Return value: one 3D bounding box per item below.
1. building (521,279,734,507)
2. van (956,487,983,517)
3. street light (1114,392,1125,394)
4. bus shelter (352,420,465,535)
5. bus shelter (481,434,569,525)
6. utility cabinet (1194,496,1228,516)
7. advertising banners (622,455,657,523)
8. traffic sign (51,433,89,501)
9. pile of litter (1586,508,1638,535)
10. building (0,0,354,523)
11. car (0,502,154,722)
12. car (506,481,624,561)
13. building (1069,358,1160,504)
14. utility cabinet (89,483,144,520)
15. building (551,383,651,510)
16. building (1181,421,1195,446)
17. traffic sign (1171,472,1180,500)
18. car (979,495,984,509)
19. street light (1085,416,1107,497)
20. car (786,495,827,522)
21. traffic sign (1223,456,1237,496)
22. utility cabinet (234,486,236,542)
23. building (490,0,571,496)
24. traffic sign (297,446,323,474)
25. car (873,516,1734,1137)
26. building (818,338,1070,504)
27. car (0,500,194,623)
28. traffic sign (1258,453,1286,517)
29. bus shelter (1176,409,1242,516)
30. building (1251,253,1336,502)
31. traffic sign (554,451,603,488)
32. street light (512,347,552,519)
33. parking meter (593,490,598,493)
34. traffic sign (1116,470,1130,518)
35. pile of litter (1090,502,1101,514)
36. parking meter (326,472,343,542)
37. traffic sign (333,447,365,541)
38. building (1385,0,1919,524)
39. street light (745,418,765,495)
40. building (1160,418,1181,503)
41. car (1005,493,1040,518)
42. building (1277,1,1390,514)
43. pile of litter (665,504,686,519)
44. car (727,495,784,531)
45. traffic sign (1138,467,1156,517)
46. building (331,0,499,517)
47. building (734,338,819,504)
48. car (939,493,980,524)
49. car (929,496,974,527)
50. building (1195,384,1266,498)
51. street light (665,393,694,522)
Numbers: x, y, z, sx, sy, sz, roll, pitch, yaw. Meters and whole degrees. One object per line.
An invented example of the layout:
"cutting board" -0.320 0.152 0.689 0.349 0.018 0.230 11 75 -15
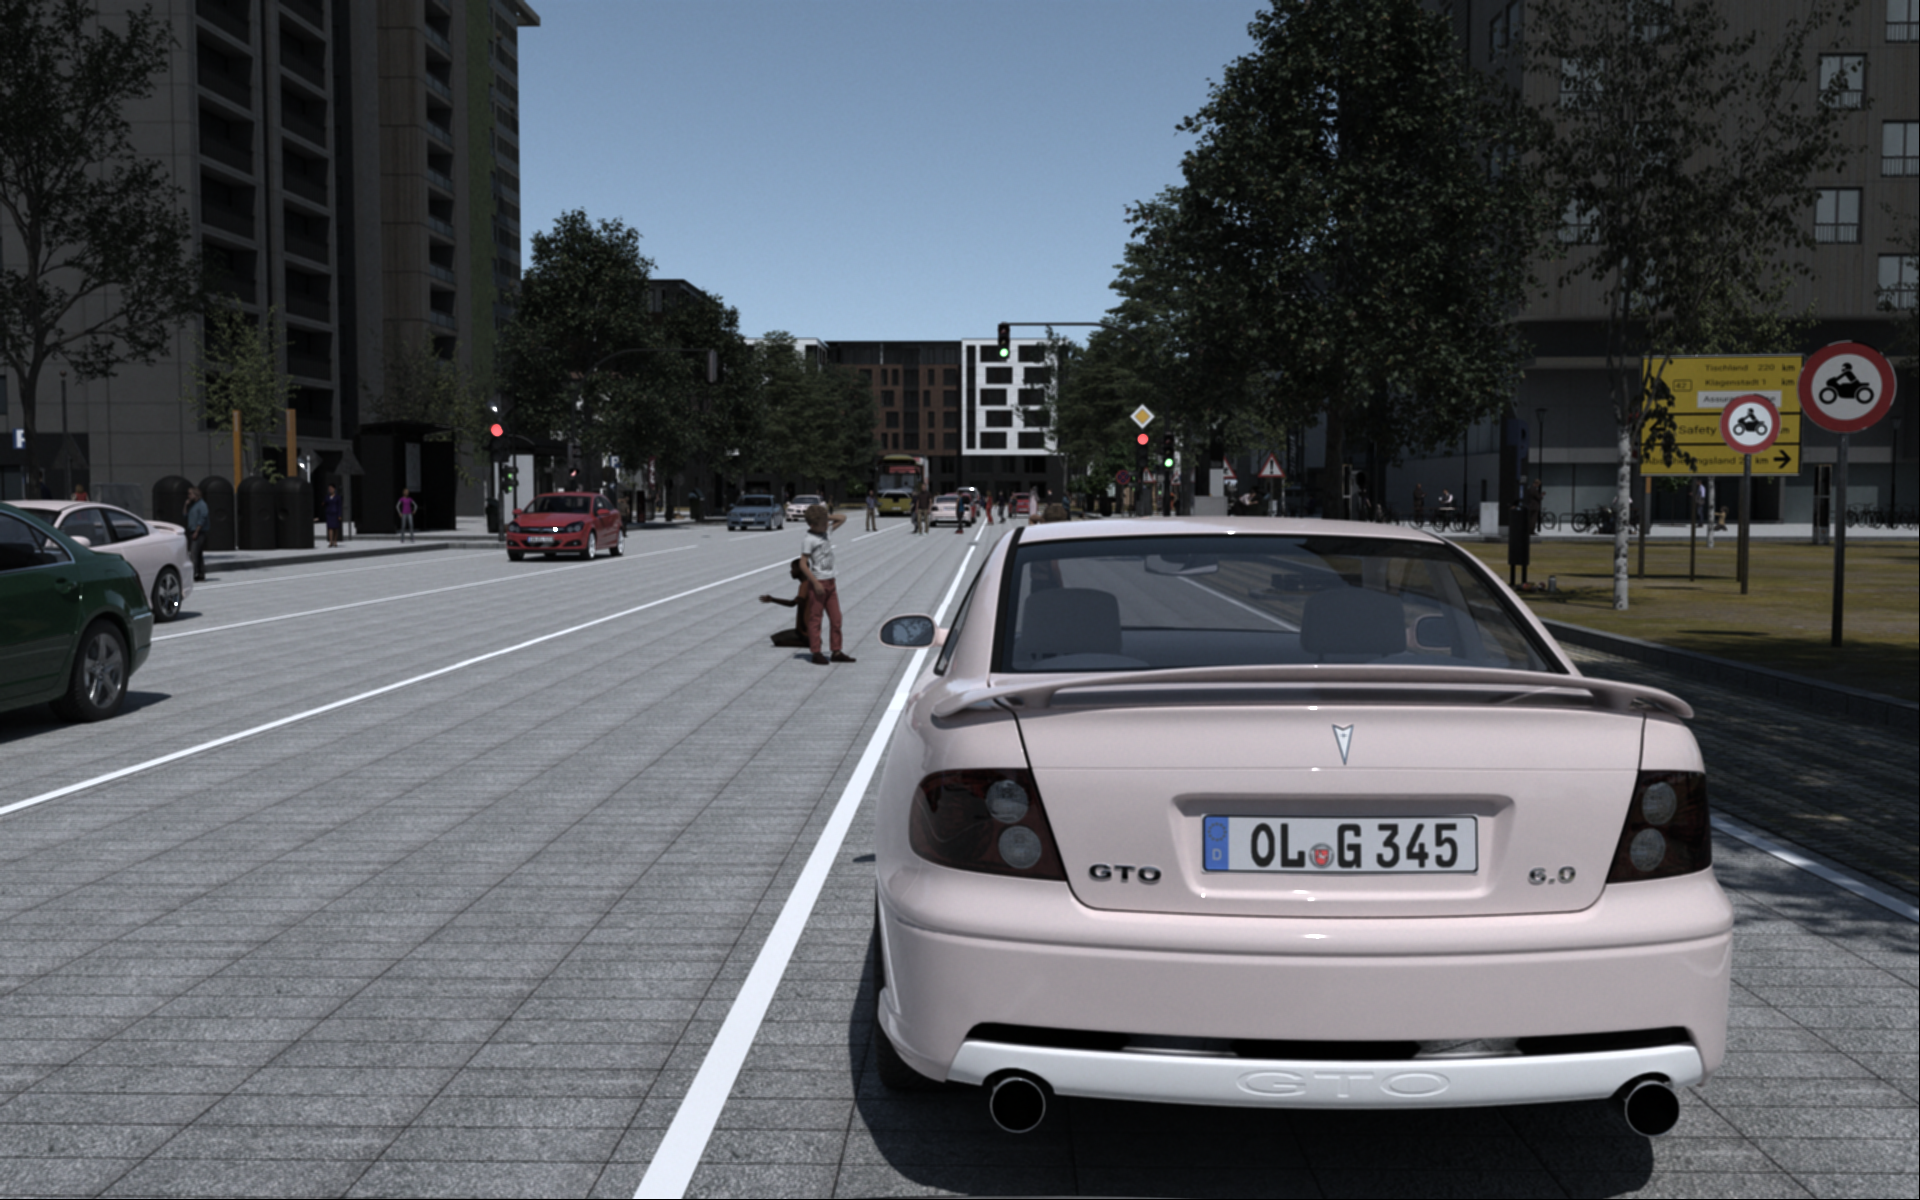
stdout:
"building" -42.182 -20.504 179.217 32.646 21.610 27.936 0 4 1
"van" 0.454 -6.363 111.054 2.013 2.044 4.112 0 4 0
"street light" 7.645 -6.467 78.273 1.470 5.913 1.316 0 4 1
"bus shelter" -18.324 -4.073 57.876 1.731 3.624 6.357 0 4 1
"bus shelter" -15.169 -4.134 61.509 2.014 3.302 5.546 0 4 1
"utility cabinet" 7.947 -2.675 54.891 1.020 1.237 0.306 2 4 23
"advertising banners" -14.318 -4.975 77.523 0.090 3.025 2.074 3 4 37
"traffic sign" -18.922 -2.252 36.819 0.884 2.594 0.081 1 4 9
"pile of litter" 20.718 -2.510 54.996 1.176 0.858 1.719 -1 4 -18
"building" -37.835 -39.057 76.841 20.563 71.187 20.611 0 4 1
"car" -6.341 0.134 9.607 2.131 1.459 4.920 0 4 1
"car" -8.737 -1.801 38.484 2.155 1.783 4.494 0 4 2
"building" 20.209 -23.117 234.376 11.380 20.091 16.016 0 4 1
"utility cabinet" -16.595 -1.558 34.148 0.318 1.500 1.173 1 4 12
"building" -29.813 -12.374 144.463 9.099 9.664 28.070 0 4 1
"building" 32.633 -20.106 185.154 16.016 20.091 11.380 0 4 1
"traffic sign" 12.504 -6.125 100.139 0.884 2.594 0.081 0 4 2
"car" 1.664 -9.385 166.024 1.945 1.354 3.894 0 4 3
"street light" 8.226 -8.018 103.629 1.470 5.913 1.316 0 4 1
"car" -8.105 -4.860 91.826 2.083 1.381 4.827 0 4 2
"traffic sign" 8.967 -3.602 58.893 0.884 2.594 0.081 0 4 4
"utility cabinet" -19.158 -2.292 46.151 0.318 1.500 1.173 -2 4 -23
"building" -42.902 -25.862 114.723 32.217 40.220 23.993 0 4 1
"traffic sign" -17.906 -2.930 47.639 0.795 2.593 0.064 0 4 6
"car" 0.745 0.418 5.521 2.083 1.381 4.827 0 4 1
"building" -1.647 -24.318 241.579 32.646 21.610 27.936 0 4 1
"car" -9.768 -0.344 17.992 2.083 1.381 4.827 0 4 2
"traffic sign" 9.817 -3.341 54.625 0.884 2.594 0.081 0 4 2
"bus shelter" 10.610 -5.972 75.267 2.179 5.291 8.768 0 4 1
"building" 32.143 -17.422 141.272 16.016 20.091 11.380 0 4 1
"traffic sign" -17.143 -5.134 77.808 2.265 3.308 0.079 0 4 7
"street light" -13.614 -5.042 54.975 1.470 5.913 1.316 0 4 1
"parking meter" -17.531 -4.562 82.995 0.372 1.533 0.369 0 3 0
"traffic sign" 8.571 -5.563 91.064 0.768 2.556 0.104 0 4 3
"pile of litter" 9.131 -6.105 113.777 1.176 0.858 1.719 1 4 16
"parking meter" -16.815 -2.500 46.584 0.399 1.863 0.255 0 4 0
"traffic sign" -16.769 -2.908 47.549 0.884 2.594 0.081 0 4 3
"building" 36.319 -30.233 83.555 27.495 52.752 28.713 0 4 1
"street light" -12.501 -8.110 105.141 1.470 5.913 1.316 0 4 1
"building" 31.595 -23.126 234.532 11.380 20.091 16.016 0 4 1
"car" 3.860 -5.946 106.251 2.155 1.783 4.494 0 4 2
"building" 38.669 -25.941 116.017 32.217 40.220 23.993 0 4 1
"pile of litter" -14.706 -4.611 89.353 1.176 0.858 1.719 1 4 10
"car" -8.074 -3.474 68.795 2.014 1.417 4.499 0 4 3
"traffic sign" 8.733 -4.969 81.241 0.884 2.594 0.081 1 4 8
"building" -34.529 -25.184 95.354 14.154 41.232 14.086 0 4 1
"building" -34.653 -24.298 241.246 32.646 21.610 27.936 0 4 1
"car" -0.102 -4.661 85.252 2.155 1.783 4.494 0 4 2
"car" -0.414 -3.926 76.550 2.083 1.381 4.827 0 3 0
"building" 32.404 -18.158 163.337 16.747 18.905 31.486 0 4 1
"street light" -12.941 -6.569 79.946 1.470 5.913 1.316 0 4 1
